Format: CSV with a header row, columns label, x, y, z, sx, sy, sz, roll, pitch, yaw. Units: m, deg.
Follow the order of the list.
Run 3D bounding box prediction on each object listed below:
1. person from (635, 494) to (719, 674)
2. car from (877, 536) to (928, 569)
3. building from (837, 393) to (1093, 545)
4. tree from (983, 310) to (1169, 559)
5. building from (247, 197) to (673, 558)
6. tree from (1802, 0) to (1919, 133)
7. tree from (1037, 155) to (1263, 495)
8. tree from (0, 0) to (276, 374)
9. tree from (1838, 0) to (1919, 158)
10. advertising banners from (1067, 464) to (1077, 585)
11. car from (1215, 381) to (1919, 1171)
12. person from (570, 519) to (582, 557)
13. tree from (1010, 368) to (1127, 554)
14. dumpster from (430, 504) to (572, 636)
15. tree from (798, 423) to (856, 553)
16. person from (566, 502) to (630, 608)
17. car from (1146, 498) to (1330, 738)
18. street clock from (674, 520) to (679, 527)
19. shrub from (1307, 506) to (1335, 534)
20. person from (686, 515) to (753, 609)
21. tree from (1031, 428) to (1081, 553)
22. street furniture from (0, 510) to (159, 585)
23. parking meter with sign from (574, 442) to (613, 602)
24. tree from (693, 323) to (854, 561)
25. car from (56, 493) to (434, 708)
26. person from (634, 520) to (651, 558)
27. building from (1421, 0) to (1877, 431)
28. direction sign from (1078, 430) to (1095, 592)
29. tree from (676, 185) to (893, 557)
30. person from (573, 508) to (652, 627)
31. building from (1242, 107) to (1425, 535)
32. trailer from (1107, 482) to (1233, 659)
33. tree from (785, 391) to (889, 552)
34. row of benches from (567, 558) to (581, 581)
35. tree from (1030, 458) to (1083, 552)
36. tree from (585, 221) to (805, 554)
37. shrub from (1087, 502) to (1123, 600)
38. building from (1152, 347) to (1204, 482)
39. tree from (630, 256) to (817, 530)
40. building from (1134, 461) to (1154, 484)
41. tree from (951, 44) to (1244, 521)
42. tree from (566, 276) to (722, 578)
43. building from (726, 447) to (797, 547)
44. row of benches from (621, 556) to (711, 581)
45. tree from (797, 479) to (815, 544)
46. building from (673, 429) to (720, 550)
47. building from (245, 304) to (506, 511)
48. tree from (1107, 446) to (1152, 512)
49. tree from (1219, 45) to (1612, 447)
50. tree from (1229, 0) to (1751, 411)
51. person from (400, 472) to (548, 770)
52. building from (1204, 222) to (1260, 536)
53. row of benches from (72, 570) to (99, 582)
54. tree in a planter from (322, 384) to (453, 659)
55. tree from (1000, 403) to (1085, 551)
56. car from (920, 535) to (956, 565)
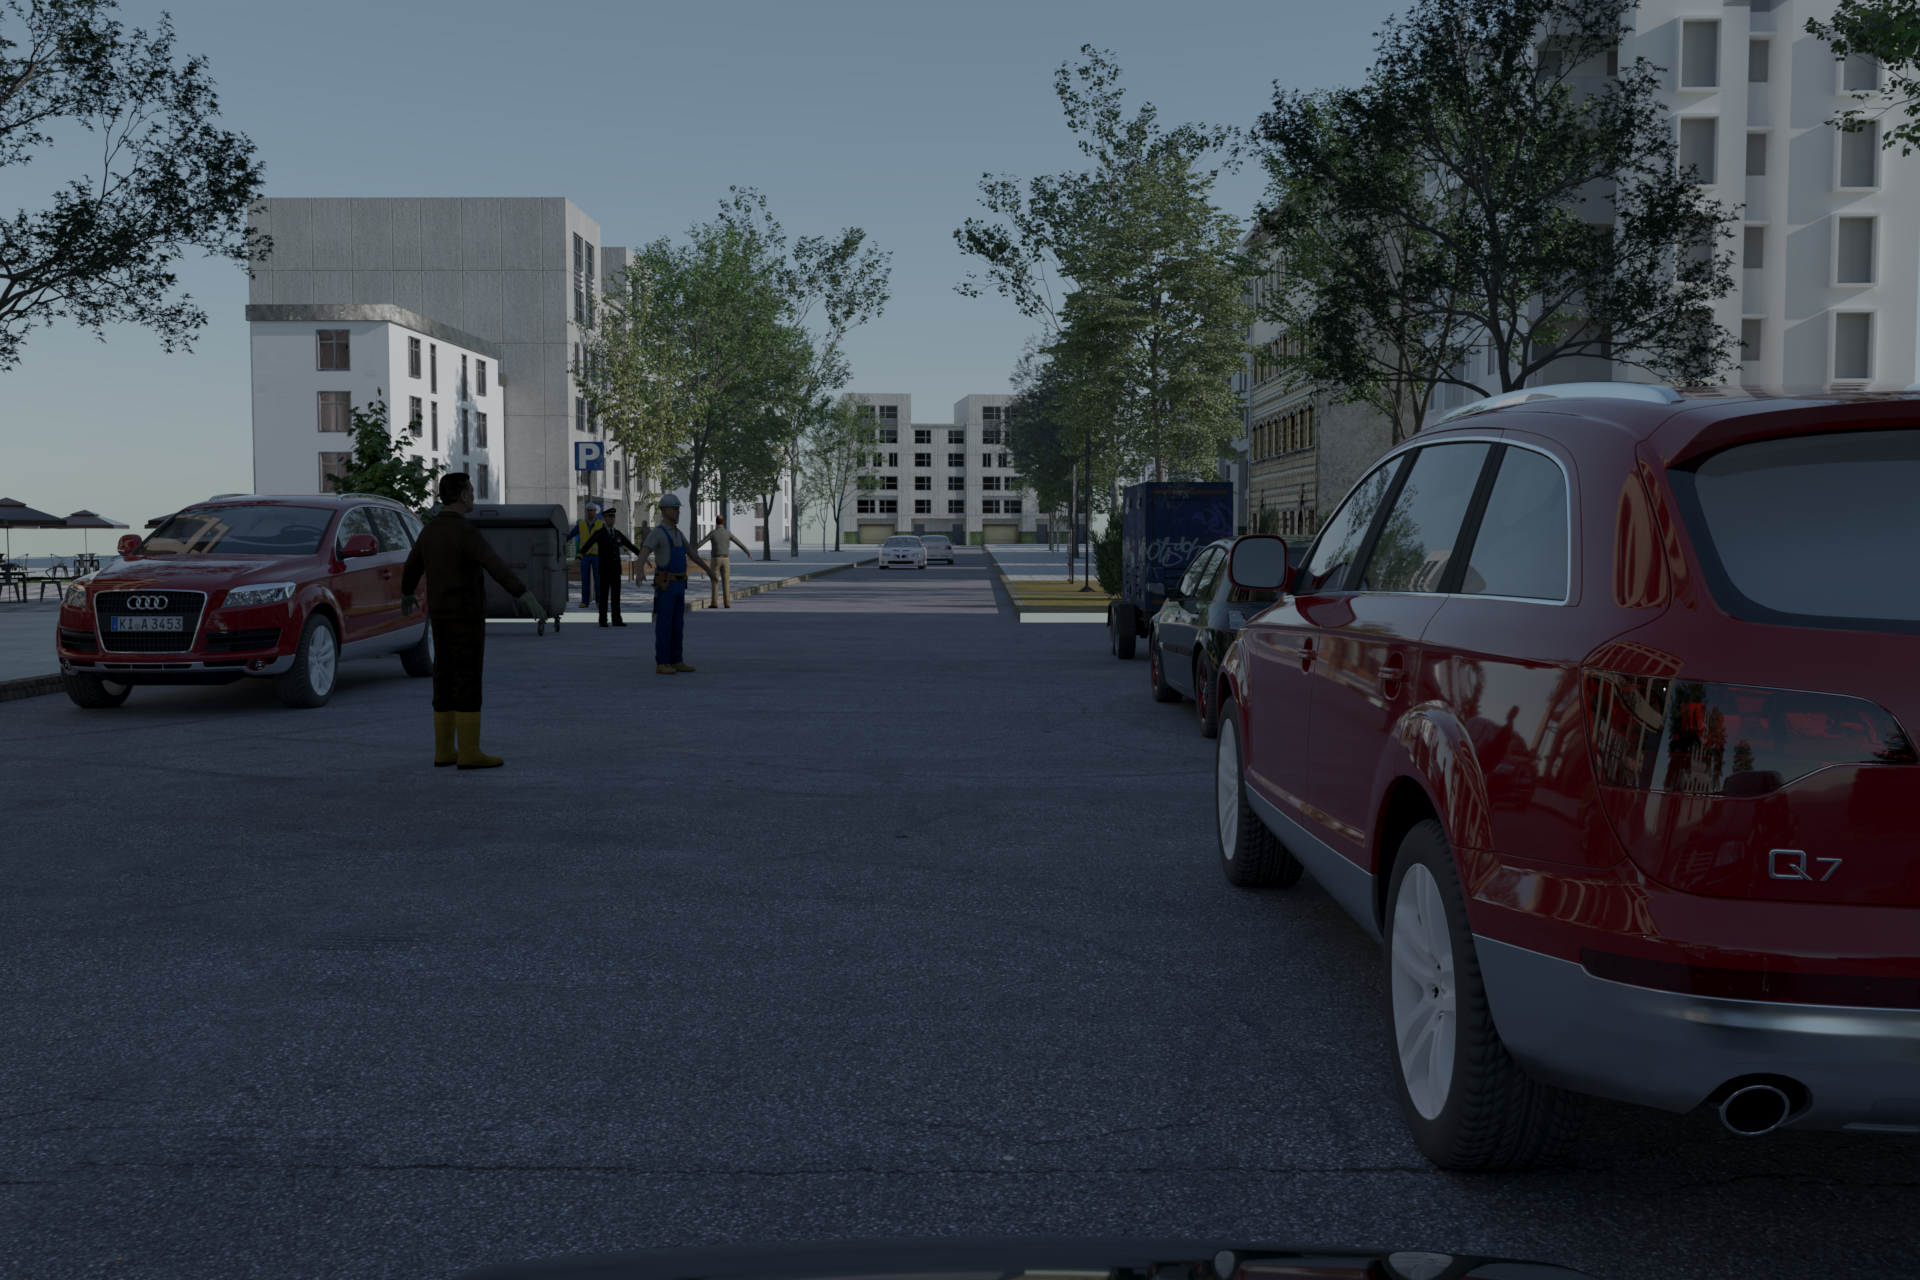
label,x,y,z,sx,sy,sz,roll,pitch,yaw
person,-2.965,-0.584,17.858,0.705,1.847,1.347,2,4,27
car,-2.346,-3.629,71.699,2.083,1.381,4.827,0,4,1
building,0.158,-21.800,225.339,31.486,18.905,16.747,0,4,-7
tree,6.255,-11.059,91.186,12.009,13.543,11.850,0,3,0
building,-28.881,-14.712,107.006,16.747,18.905,31.486,0,4,1
tree,23.929,-11.125,37.786,12.611,20.169,13.585,0,3,0
tree,5.845,-8.228,52.655,7.486,12.596,7.792,0,3,0
tree,-12.824,-5.375,22.301,8.767,10.594,7.601,0,4,-3
tree,8.163,-5.160,10.123,9.928,11.665,9.643,0,3,0
advertising banners,2.865,-2.943,44.305,0.090,3.025,2.074,0,4,0
car,2.071,0.198,5.433,2.281,1.827,5.304,0,4,1
person,-13.344,-3.352,60.937,1.347,1.817,0.704,3,5,39
tree,6.571,-11.706,109.528,7.486,12.596,7.792,0,3,0
dumpster,-6.583,-1.010,24.731,1.865,1.857,1.264,0,4,1
tree,-9.137,-10.099,115.473,4.360,8.622,3.978,0,3,0
person,-6.430,-1.482,30.197,1.349,1.833,0.705,0,4,-3
car,2.526,-0.232,13.578,2.009,1.686,4.222,0,4,-1
street clock,-7.399,-2.457,44.743,0.358,2.002,0.471,0,4,1
shrub,9.976,-2.563,46.328,1.690,2.028,1.600,0,3,0
person,-4.632,-1.507,33.374,1.348,1.796,0.705,-1,4,-20
tree,6.391,-10.271,118.299,4.737,8.622,4.395,0,3,0
street furniture,-29.373,-2.418,44.568,27.439,1.986,14.083,0,4,0
parking meter with sign,-6.972,-2.279,33.522,0.543,3.016,1.738,0,4,1
tree,-9.148,-9.606,82.809,9.928,11.665,9.643,0,3,0
car,-6.270,-0.445,15.955,2.281,1.827,5.304,0,4,0
person,-12.126,-3.693,66.512,0.705,1.813,1.348,3,5,43
building,22.661,-12.716,64.321,16.016,20.090,11.380,0,4,0
direction sign,2.804,-2.824,38.177,0.379,3.537,0.876,0,4,0
tree,-10.782,-14.724,96.632,12.611,20.169,13.585,0,3,0
person,-5.400,-1.125,26.781,1.347,1.837,0.705,-3,5,-40
building,24.299,-15.300,81.076,19.493,23.208,18.063,0,4,0
trailer,2.504,-0.845,20.870,1.471,1.999,3.904,0,3,0
tree,-9.008,-12.279,126.518,9.928,11.665,9.643,0,3,0
row of benches,-9.448,-1.667,42.716,1.422,0.672,4.104,-1,4,-13
tree,7.030,-10.619,123.983,4.737,8.622,4.395,0,3,0
tree,-8.787,-8.058,57.503,9.928,11.665,9.643,0,3,0
shrub,3.378,-1.826,33.904,1.661,2.075,1.752,0,3,0
building,24.138,-19.202,170.374,16.016,20.090,11.380,0,4,1
tree,-9.798,-9.366,71.260,7.486,12.596,7.792,0,3,0
building,25.257,-15.354,193.189,9.099,9.664,28.070,0,4,1
tree,5.153,-13.098,70.034,12.611,20.169,13.585,0,3,0
tree,-9.347,-6.108,50.228,4.737,8.622,4.395,0,3,0
building,-21.462,-14.564,180.270,9.099,9.664,28.070,0,3,0
row of benches,-8.440,-1.992,48.024,1.422,0.672,4.104,3,5,45
tree,-20.704,-16.610,221.942,4.737,8.622,4.395,0,3,0
building,-25.401,-12.823,151.797,9.099,9.664,28.070,0,4,1
building,-24.976,-8.275,77.448,9.099,9.664,28.070,0,4,1
tree,23.267,-18.841,218.421,12.009,13.543,11.850,0,3,0
tree,9.608,-6.810,37.100,9.928,11.665,9.643,0,3,0
tree,8.332,-5.627,26.416,7.601,10.594,8.767,3,4,38
person,-3.060,-0.125,10.643,1.346,1.812,0.704,3,4,37
building,25.295,-14.671,106.325,16.747,18.905,31.486,0,4,1
row of benches,-13.723,-0.887,29.962,4.104,0.672,1.422,2,4,27
tree in a planter,-6.997,-1.444,20.824,1.991,3.239,1.994,0,4,1
tree,6.907,-12.591,131.625,9.928,11.665,9.643,0,3,0
car,-1.239,-4.279,82.329,2.083,1.381,4.827,0,4,-1
